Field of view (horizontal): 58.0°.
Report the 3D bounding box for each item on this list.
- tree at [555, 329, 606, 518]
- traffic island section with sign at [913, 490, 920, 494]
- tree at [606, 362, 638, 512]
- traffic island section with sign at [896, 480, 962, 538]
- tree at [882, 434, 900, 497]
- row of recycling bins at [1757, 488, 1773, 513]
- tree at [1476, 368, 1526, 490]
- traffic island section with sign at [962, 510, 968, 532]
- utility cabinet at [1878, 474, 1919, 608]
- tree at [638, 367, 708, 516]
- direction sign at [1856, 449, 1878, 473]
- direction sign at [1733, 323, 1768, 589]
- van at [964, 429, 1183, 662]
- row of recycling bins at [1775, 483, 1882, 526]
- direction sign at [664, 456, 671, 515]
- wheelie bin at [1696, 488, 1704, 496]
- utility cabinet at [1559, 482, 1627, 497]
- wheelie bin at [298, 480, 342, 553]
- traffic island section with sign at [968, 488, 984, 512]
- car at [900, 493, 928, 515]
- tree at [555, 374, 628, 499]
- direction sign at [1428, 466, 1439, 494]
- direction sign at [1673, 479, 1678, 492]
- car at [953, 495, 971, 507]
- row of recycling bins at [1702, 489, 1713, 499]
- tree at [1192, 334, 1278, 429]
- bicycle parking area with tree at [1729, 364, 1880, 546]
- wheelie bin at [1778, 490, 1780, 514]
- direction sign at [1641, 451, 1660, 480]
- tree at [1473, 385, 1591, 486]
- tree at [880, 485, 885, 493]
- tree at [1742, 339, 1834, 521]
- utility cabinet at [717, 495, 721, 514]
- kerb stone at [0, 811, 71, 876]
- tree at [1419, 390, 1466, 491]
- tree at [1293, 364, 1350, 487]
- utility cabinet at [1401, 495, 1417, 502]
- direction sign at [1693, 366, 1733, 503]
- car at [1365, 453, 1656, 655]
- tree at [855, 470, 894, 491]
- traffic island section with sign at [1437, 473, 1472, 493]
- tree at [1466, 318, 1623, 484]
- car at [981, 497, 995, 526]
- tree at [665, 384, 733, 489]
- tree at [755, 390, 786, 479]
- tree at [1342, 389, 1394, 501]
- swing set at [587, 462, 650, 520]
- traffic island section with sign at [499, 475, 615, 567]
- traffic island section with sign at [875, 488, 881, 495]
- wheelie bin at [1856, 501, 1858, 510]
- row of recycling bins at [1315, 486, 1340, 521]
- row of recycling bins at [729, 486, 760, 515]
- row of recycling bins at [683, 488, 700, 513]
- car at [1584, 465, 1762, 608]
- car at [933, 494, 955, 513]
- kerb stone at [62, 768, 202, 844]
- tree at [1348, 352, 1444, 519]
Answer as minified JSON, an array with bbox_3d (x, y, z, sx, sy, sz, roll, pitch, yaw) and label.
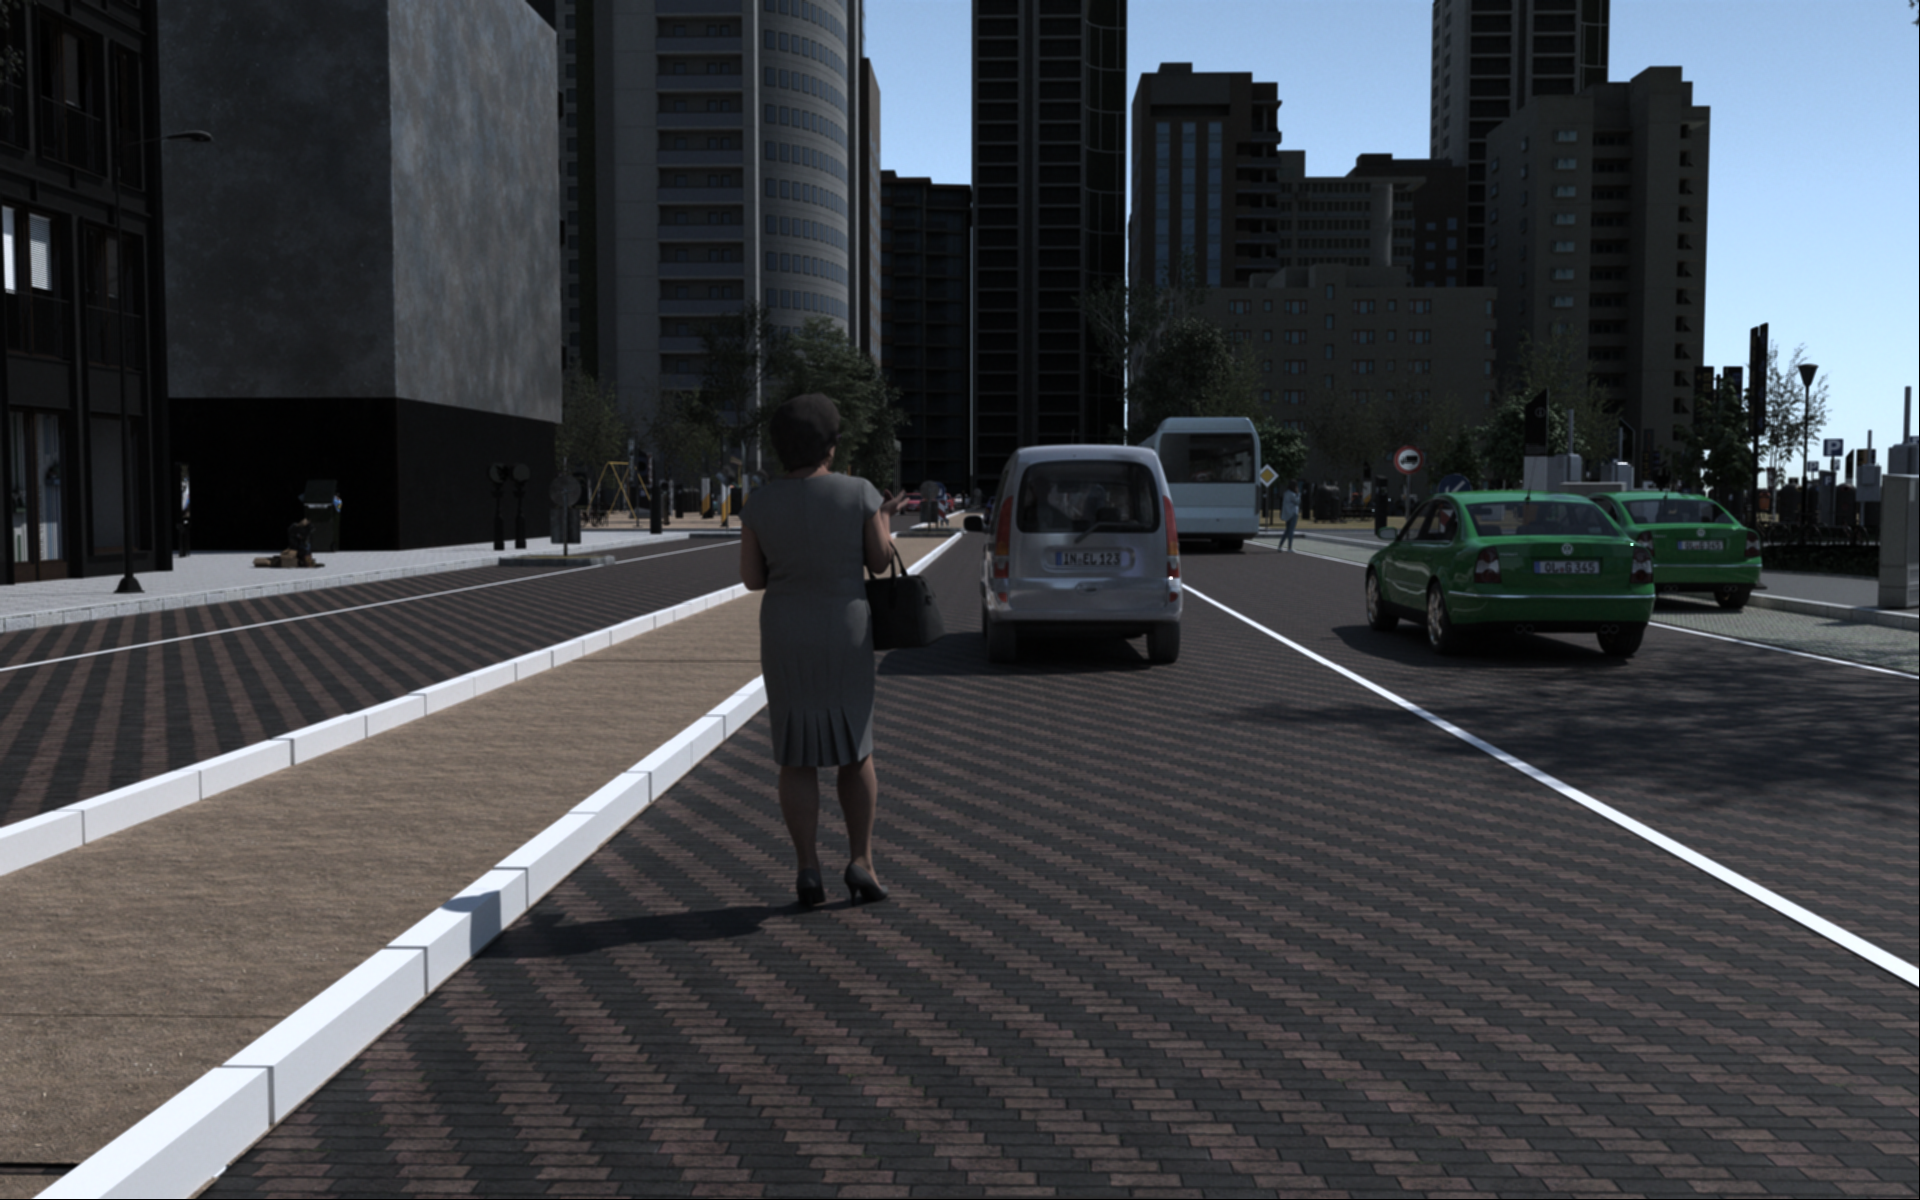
[{"bbox_3d":[-17.249,-7.461,72.355,4.360,8.622,3.978,0,3,0],"label":"tree"},{"bbox_3d":[-4.177,-9.705,167.302,1.989,1.847,2.006,0,4,2],"label":"traffic island section with sign"},{"bbox_3d":[-19.511,-8.594,90.878,4.360,8.622,3.978,0,3,0],"label":"tree"},{"bbox_3d":[-1.057,-3.028,57.651,2.006,1.907,1.989,0,4,2],"label":"traffic island section with sign"},{"bbox_3d":[-7.228,-12.885,161.032,4.360,8.622,3.978,0,3,0],"label":"tree"},{"bbox_3d":[55.787,-6.924,120.316,1.069,1.692,3.534,0,4,-2],"label":"row of recycling bins"},{"bbox_3d":[31.785,-9.183,100.498,4.360,8.622,3.978,0,3,0],"label":"tree"},{"bbox_3d":[-0.828,-3.481,65.055,2.006,1.907,1.989,0,4,2],"label":"traffic island section with sign"},{"bbox_3d":[10.824,-0.672,19.673,1.173,1.500,0.318,-3,5,-44],"label":"utility cabinet"},{"bbox_3d":[-16.645,-9.161,100.146,4.360,8.622,3.978,0,3,0],"label":"tree"},{"bbox_3d":[45.692,-5.836,87.417,0.876,3.537,0.379,1,4,12],"label":"direction sign"},{"bbox_3d":[10.748,-1.921,23.398,0.379,3.537,0.876,1,4,12],"label":"direction sign"},{"bbox_3d":[1.043,-0.559,16.153,2.013,2.044,4.112,0,4,0],"label":"van"},{"bbox_3d":[32.462,-3.512,64.539,3.534,1.692,1.069,1,4,16],"label":"row of recycling bins"},{"bbox_3d":[-17.574,-6.861,104.175,0.379,3.537,0.876,-2,4,-32],"label":"direction sign"},{"bbox_3d":[39.486,-5.202,92.961,0.693,1.594,0.980,-2,4,-28],"label":"wheelie bin"},{"bbox_3d":[11.965,-1.476,32.814,1.173,1.500,0.318,3,4,39],"label":"utility cabinet"},{"bbox_3d":[-14.073,-1.851,38.172,0.980,1.594,0.693,0,4,-3],"label":"wheelie bin"},{"bbox_3d":[1.390,-8.075,140.161,2.006,1.907,1.989,0,4,2],"label":"traffic island section with sign"},{"bbox_3d":[-3.238,-6.841,120.887,2.155,1.783,4.494,0,4,1],"label":"car"},{"bbox_3d":[-22.143,-9.507,105.795,4.737,8.622,4.395,0,3,0],"label":"tree"},{"bbox_3d":[37.735,-8.929,137.994,0.876,3.537,0.379,2,4,27],"label":"direction sign"},{"bbox_3d":[44.497,-7.056,107.359,0.876,3.537,0.379,-2,4,-30],"label":"direction sign"},{"bbox_3d":[0.196,-10.958,191.525,2.083,1.381,4.827,0,4,1],"label":"car"},{"bbox_3d":[58.290,-7.838,135.264,3.534,1.692,1.069,1,4,23],"label":"row of recycling bins"},{"bbox_3d":[12.826,-7.966,80.604,4.737,8.622,4.395,0,3,0],"label":"tree"},{"bbox_3d":[21.317,-3.168,38.798,8.231,4.147,9.016,0,4,7],"label":"bicycle parking area with tree"},{"bbox_3d":[58.329,-7.077,123.615,0.980,1.594,0.693,-2,4,-24],"label":"wheelie bin"},{"bbox_3d":[36.317,-6.063,91.127,0.876,3.537,0.379,1,4,20],"label":"direction sign"},{"bbox_3d":[17.262,-4.194,52.292,4.285,4.588,4.351,0,3,0],"label":"tree"},{"bbox_3d":[-7.088,-9.492,149.800,1.663,3.219,1.824,0,3,0],"label":"tree"},{"bbox_3d":[39.366,-8.110,82.966,4.360,8.622,3.978,0,3,0],"label":"tree"},{"bbox_3d":[-14.773,-5.988,109.073,1.020,1.237,0.306,1,4,15],"label":"utility cabinet"},{"bbox_3d":[-3.630,0.959,6.519,0.120,0.150,1.000,0,4,2],"label":"kerb stone"},{"bbox_3d":[34.454,-10.587,123.456,4.737,8.622,4.395,0,3,0],"label":"tree"},{"bbox_3d":[21.094,-9.084,98.887,4.360,8.622,3.978,0,3,0],"label":"tree"},{"bbox_3d":[30.884,-6.606,119.165,1.020,1.237,0.306,0,4,3],"label":"utility cabinet"},{"bbox_3d":[13.436,-2.372,30.779,0.876,3.537,0.379,0,4,-4],"label":"direction sign"},{"bbox_3d":[5.166,-0.489,16.794,1.959,1.807,4.718,0,4,2],"label":"car"},{"bbox_3d":[-7.358,-9.877,145.199,4.285,4.588,4.351,0,3,0],"label":"tree"},{"bbox_3d":[9.449,-1.561,34.158,1.989,1.847,2.006,0,4,2],"label":"traffic island section with sign"},{"bbox_3d":[24.852,-7.506,73.082,4.737,8.622,4.395,0,3,0],"label":"tree"},{"bbox_3d":[1.880,-3.872,75.893,1.945,1.354,3.894,0,4,1],"label":"car"},{"bbox_3d":[-16.866,-10.027,114.299,4.737,8.622,4.395,0,3,0],"label":"tree"},{"bbox_3d":[-12.465,-10.485,121.791,4.737,8.622,4.395,0,3,0],"label":"tree"},{"bbox_3d":[28.582,-10.521,122.381,4.737,8.622,4.395,0,3,0],"label":"tree"},{"bbox_3d":[-16.925,-5.419,86.222,2.862,2.851,3.119,1,4,12],"label":"swing set"},{"bbox_3d":[-8.100,-1.624,35.173,1.989,1.847,2.006,0,4,2],"label":"traffic island section with sign"},{"bbox_3d":[-5.657,-6.669,117.661,1.989,1.847,2.006,0,4,2],"label":"traffic island section with sign"},{"bbox_3d":[56.680,-6.248,110.056,0.980,1.594,0.693,0,4,-6],"label":"wheelie bin"},{"bbox_3d":[18.165,-4.786,85.356,1.069,1.692,3.534,1,4,19],"label":"row of recycling bins"},{"bbox_3d":[-13.074,-6.085,106.602,1.069,1.692,3.534,2,4,33],"label":"row of recycling bins"},{"bbox_3d":[-18.809,-6.919,120.231,1.069,1.692,3.534,0,4,7],"label":"row of recycling bins"},{"bbox_3d":[8.951,-0.872,23.050,1.959,1.807,4.718,0,4,1],"label":"car"},{"bbox_3d":[-1.414,-7.526,132.090,2.155,1.783,4.494,0,4,2],"label":"car"},{"bbox_3d":[-3.604,0.898,7.540,0.120,0.150,1.000,0,4,2],"label":"kerb stone"},{"bbox_3d":[22.793,-8.479,88.987,4.360,8.622,3.978,0,3,0],"label":"tree"}]
